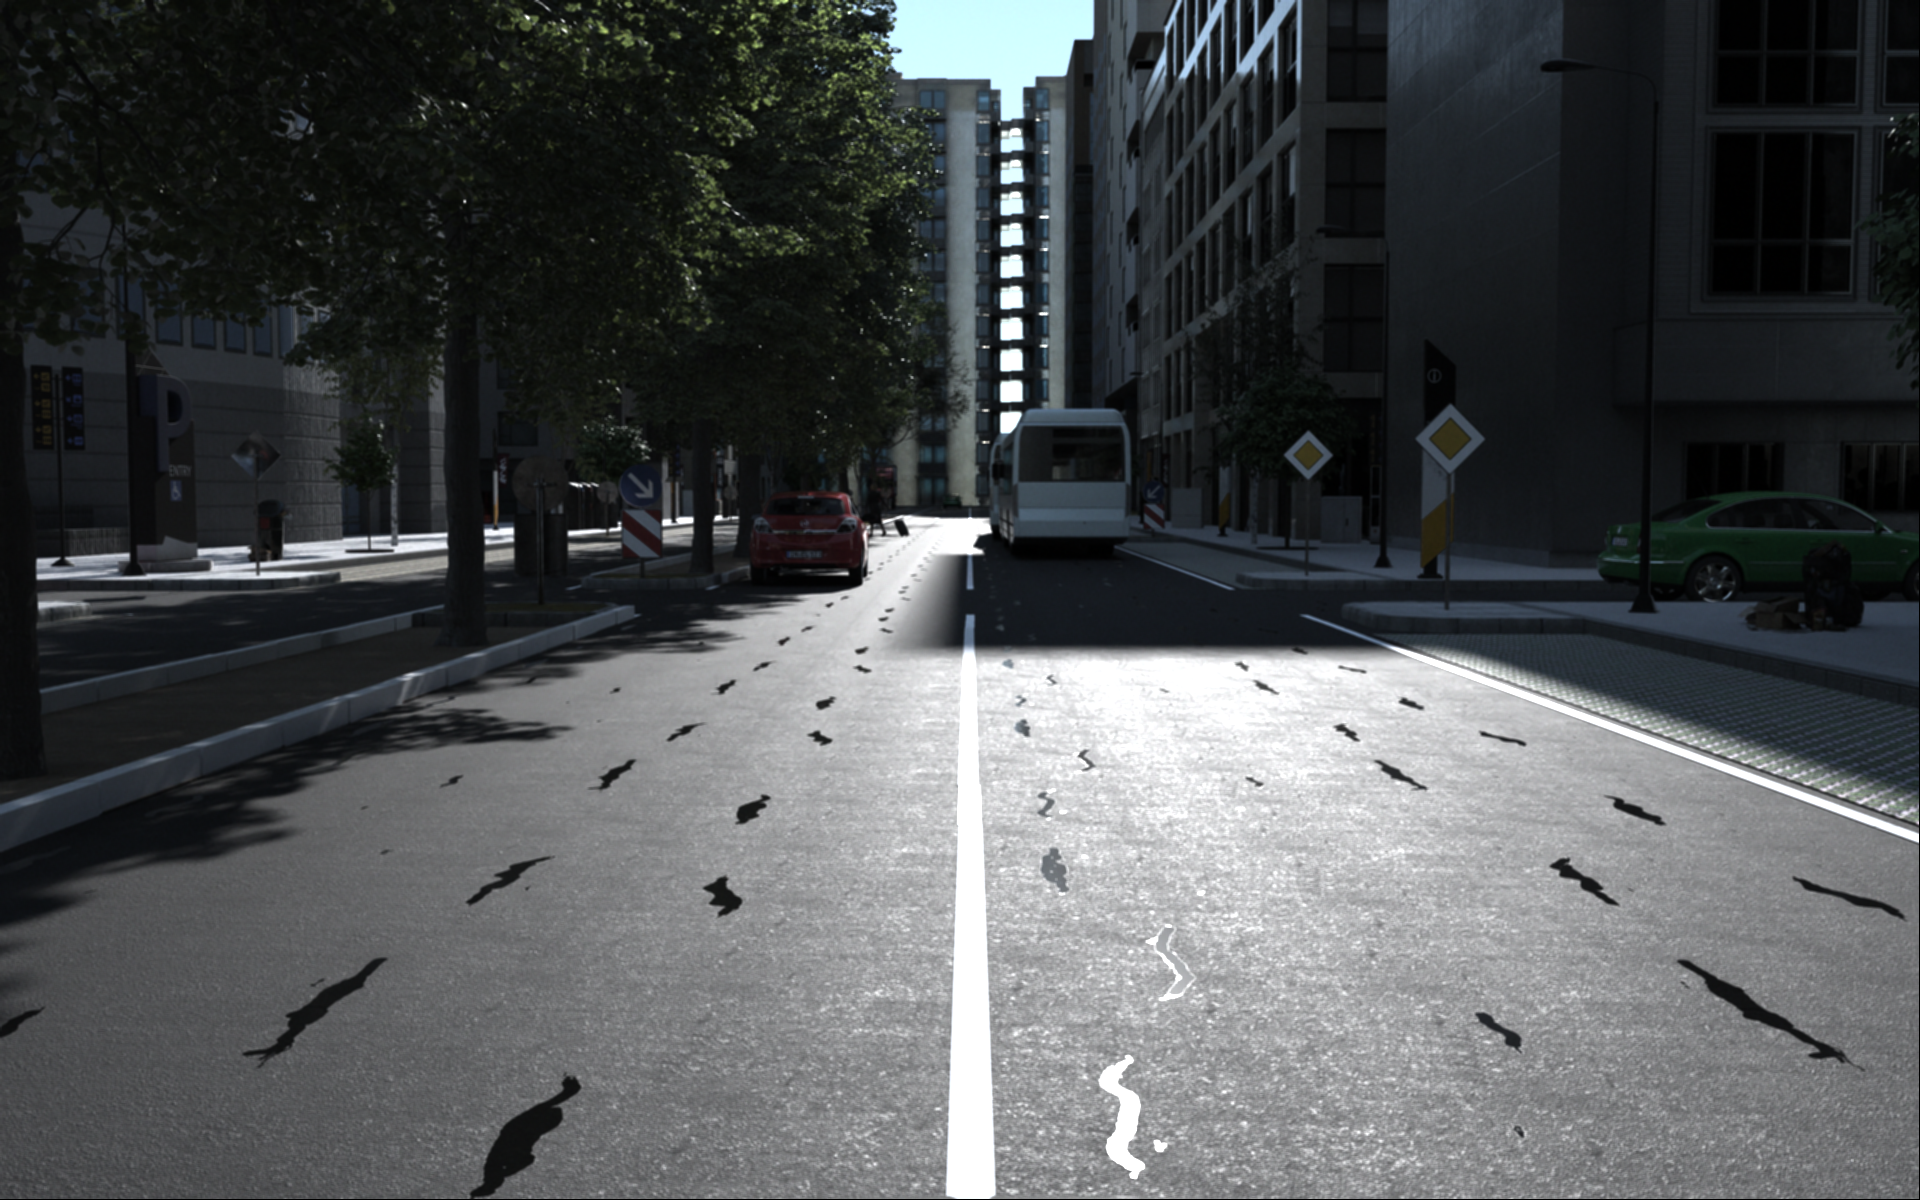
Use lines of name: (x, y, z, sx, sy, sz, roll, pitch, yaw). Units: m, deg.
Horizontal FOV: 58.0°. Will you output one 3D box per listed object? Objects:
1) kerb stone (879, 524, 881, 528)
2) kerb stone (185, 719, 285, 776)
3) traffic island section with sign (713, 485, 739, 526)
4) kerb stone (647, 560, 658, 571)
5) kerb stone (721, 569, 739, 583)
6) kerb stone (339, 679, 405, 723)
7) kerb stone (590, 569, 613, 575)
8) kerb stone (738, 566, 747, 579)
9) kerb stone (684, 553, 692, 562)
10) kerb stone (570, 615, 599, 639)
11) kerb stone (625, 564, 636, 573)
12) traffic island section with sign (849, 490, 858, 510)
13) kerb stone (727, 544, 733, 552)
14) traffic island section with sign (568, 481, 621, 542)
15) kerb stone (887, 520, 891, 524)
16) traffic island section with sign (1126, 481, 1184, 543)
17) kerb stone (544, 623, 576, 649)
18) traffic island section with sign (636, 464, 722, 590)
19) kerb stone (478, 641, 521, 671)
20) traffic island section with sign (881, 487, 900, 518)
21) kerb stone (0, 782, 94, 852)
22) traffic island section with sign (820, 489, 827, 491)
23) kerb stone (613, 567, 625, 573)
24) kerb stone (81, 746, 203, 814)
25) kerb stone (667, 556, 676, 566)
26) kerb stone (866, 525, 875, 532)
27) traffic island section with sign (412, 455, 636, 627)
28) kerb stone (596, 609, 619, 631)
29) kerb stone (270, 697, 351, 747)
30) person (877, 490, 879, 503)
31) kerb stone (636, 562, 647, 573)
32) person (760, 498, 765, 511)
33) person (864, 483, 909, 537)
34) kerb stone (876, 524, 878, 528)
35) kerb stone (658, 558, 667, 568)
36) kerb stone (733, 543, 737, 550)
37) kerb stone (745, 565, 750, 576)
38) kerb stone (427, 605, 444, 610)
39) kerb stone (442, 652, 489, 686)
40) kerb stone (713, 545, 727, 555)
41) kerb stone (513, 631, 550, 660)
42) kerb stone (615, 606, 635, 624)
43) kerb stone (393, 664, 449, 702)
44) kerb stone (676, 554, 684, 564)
kerb stone: (-3.517, -3.132, 73.413, 0.120, 0.150, 1.000, 0, 4, 0)
kerb stone: (-3.891, 0.790, 9.280, 0.120, 0.150, 1.000, 0, 4, 0)
traffic island section with sign: (-10.452, -4.299, 78.923, 1.989, 1.847, 2.006, 0, 4, 0)
kerb stone: (-5.852, -0.624, 32.395, 0.120, 0.150, 1.000, 0, 4, 0)
kerb stone: (-3.778, -0.372, 28.285, 0.120, 0.150, 1.000, 0, 4, 0)
kerb stone: (-3.873, 0.664, 11.335, 0.120, 0.150, 1.000, 0, 4, 0)
kerb stone: (-5.877, -0.374, 28.303, 0.120, 0.150, 1.000, 0, 4, 0)
kerb stone: (-3.774, -0.435, 29.308, 0.120, 0.150, 1.000, 0, 4, 0)
kerb stone: (-5.833, -0.874, 36.491, 0.120, 0.150, 1.000, 0, 4, 0)
kerb stone: (-3.836, 0.290, 17.487, 0.120, 0.150, 1.000, 0, 4, 0)
kerb stone: (-5.876, -0.496, 30.350, 0.120, 0.150, 1.000, 0, 4, 0)
traffic island section with sign: (-9.999, -9.086, 157.190, 1.989, 1.847, 2.006, 0, 4, 0)
kerb stone: (-5.792, -1.248, 42.648, 0.120, 0.150, 1.000, 0, 4, 0)
traffic island section with sign: (-10.613, -2.646, 51.890, 1.989, 1.847, 2.006, 0, 4, 0)
kerb stone: (-3.475, -3.635, 81.630, 0.120, 0.150, 1.000, 0, 4, 0)
traffic island section with sign: (5.604, -2.640, 51.786, 1.989, 1.847, 2.006, 0, 4, 0)
kerb stone: (-3.850, 0.351, 16.463, 0.120, 0.150, 1.000, 0, 4, 0)
traffic island section with sign: (-4.823, -1.148, 26.909, 2.006, 1.907, 1.989, 0, 4, 0)
kerb stone: (-3.862, 0.476, 14.411, 0.120, 0.150, 1.000, 0, 4, 0)
traffic island section with sign: (-4.394, -5.744, 102.046, 2.006, 1.907, 1.989, 0, 4, 0)
kerb stone: (-3.900, 0.916, 7.222, 0.120, 0.150, 1.000, 0, 4, 0)
traffic island section with sign: (-10.157, -7.368, 129.102, 1.989, 1.847, 2.006, 0, 4, 0)
kerb stone: (-5.876, -0.431, 29.328, 0.120, 0.150, 1.000, 0, 4, 0)
kerb stone: (-3.901, 0.853, 8.248, 0.120, 0.150, 1.000, 0, 4, 0)
kerb stone: (-5.844, -0.748, 34.440, 0.120, 0.150, 1.000, 0, 4, 0)
kerb stone: (-3.548, -2.819, 68.288, 0.120, 0.150, 1.000, 0, 4, 0)
traffic island section with sign: (-4.876, -0.695, 19.502, 2.006, 1.907, 1.989, 0, 4, 0)
kerb stone: (-3.839, 0.233, 18.510, 0.120, 0.150, 1.000, 0, 4, 0)
kerb stone: (-3.881, 0.727, 10.313, 0.120, 0.150, 1.000, 0, 4, 0)
person: (-6.601, -7.796, 136.700, 1.217, 1.736, 0.721, 2, 4, 34)
kerb stone: (-5.861, -0.561, 31.372, 0.120, 0.150, 1.000, 0, 4, 0)
person: (-8.657, -3.854, 76.182, 0.373, 1.253, 0.362, 0, 4, -8)
person: (-2.531, -3.040, 58.419, 1.509, 1.804, 0.699, 2, 4, 25)
kerb stone: (-3.537, -2.945, 70.339, 0.120, 0.150, 1.000, 0, 4, 0)
kerb stone: (-5.855, -0.686, 33.418, 0.120, 0.150, 1.000, 0, 4, 0)
kerb stone: (-5.798, -1.308, 43.670, 0.120, 0.150, 1.000, 0, 4, 0)
kerb stone: (-3.768, -0.498, 30.332, 0.120, 0.150, 1.000, 0, 4, 0)
kerb stone: (-5.936, 0.161, 19.578, 0.120, 0.150, 1.000, 0, 4, 0)
kerb stone: (-3.863, 0.539, 13.389, 0.120, 0.150, 1.000, 0, 4, 0)
kerb stone: (-5.799, -1.188, 41.625, 0.120, 0.150, 1.000, 0, 4, 0)
kerb stone: (-3.854, 0.414, 15.433, 0.120, 0.150, 1.000, 0, 4, 0)
kerb stone: (-3.827, 0.170, 19.533, 0.120, 0.150, 1.000, 0, 4, 0)
kerb stone: (-3.880, 0.601, 12.362, 0.120, 0.150, 1.000, 0, 4, 0)
kerb stone: (-5.837, -0.811, 35.462, 0.120, 0.150, 1.000, 0, 4, 0)
